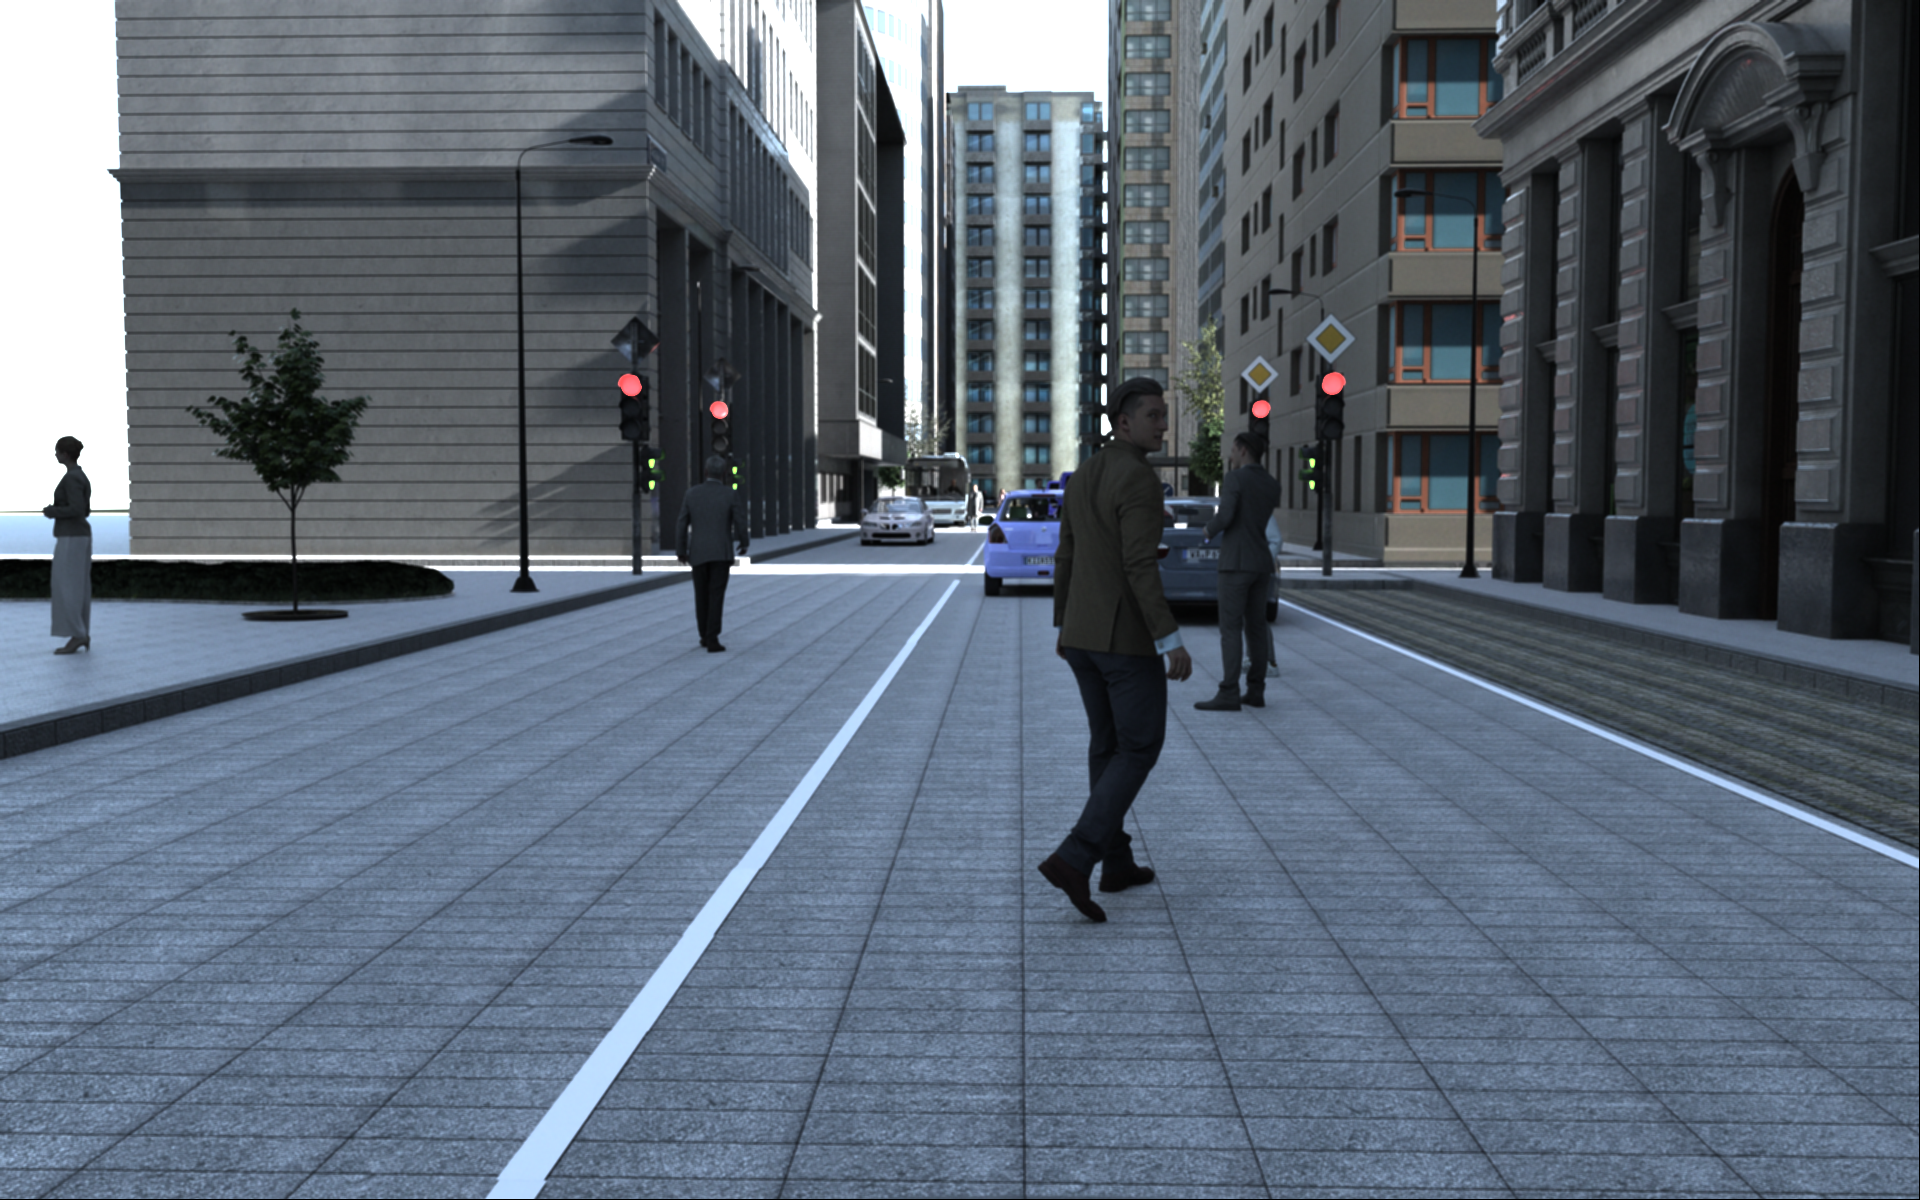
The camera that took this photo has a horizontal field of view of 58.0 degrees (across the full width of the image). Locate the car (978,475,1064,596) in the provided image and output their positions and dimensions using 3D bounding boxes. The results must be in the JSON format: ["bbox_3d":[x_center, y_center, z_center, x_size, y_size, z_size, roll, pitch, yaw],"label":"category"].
[{"bbox_3d":[1.228,-0.982,25.648,1.945,1.707,3.694,0,4,2],"label":"car"}]

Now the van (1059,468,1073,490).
[{"bbox_3d":[3.663,-2.733,49.064,2.240,2.365,5.245,0,4,3],"label":"van"}]

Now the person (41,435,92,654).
[{"bbox_3d":[-7.250,-0.457,14.068,0.362,1.759,0.519,-1,4,-16],"label":"person"}]

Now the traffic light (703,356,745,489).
[{"bbox_3d":[-4.836,-2.843,35.397,0.839,4.253,0.868,0,4,2],"label":"traffic light"}]

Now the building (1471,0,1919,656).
[{"bbox_3d":[12.518,-11.454,16.148,11.050,23.489,19.941,0,4,2],"label":"building"}]

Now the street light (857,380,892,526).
[{"bbox_3d":[-3.451,-5.983,70.360,1.470,5.913,1.316,0,4,2],"label":"street light"}]

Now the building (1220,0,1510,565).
[{"bbox_3d":[23.100,-12.293,46.026,28.899,21.520,27.650,0,4,2],"label":"building"}]

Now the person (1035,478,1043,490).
[{"bbox_3d":[2.115,-2.264,45.295,0.659,1.850,0.755,-1,4,-19],"label":"person"}]

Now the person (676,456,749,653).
[{"bbox_3d":[-2.278,-0.435,16.014,0.661,1.777,0.834,0,4,-2],"label":"person"}]

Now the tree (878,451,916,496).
[{"bbox_3d":[-3.998,-7.287,102.857,4.285,4.588,4.351,0,3,0],"label":"tree"}]

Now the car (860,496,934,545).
[{"bbox_3d":[-1.764,-2.291,49.823,2.083,1.381,4.827,0,4,3],"label":"car"}]

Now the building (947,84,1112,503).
[{"bbox_3d":[2.557,-35.832,205.456,30.456,49.044,23.786,0,4,2],"label":"building"}]

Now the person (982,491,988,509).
[{"bbox_3d":[2.421,-9.921,171.421,1.217,1.735,0.721,3,5,39],"label":"person"}]

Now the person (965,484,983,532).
[{"bbox_3d":[0.523,-3.523,66.210,0.694,1.812,0.767,1,4,11],"label":"person"}]

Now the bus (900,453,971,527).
[{"bbox_3d":[-0.922,-5.088,78.054,2.948,3.499,13.247,0,4,1],"label":"bus"}]

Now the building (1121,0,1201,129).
[{"bbox_3d":[18.608,-27.072,126.219,14.154,41.232,14.086,0,4,2],"label":"building"}]

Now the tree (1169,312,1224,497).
[{"bbox_3d":[10.779,-7.384,71.087,4.737,8.622,4.395,0,3,0],"label":"tree"}]

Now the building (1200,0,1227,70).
[{"bbox_3d":[24.579,-23.981,83.964,32.217,40.220,23.993,0,4,2],"label":"building"}]

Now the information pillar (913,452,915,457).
[{"bbox_3d":[-2.597,-6.489,97.455,0.183,3.616,0.504,0,4,3],"label":"information pillar"}]

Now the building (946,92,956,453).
[{"bbox_3d":[-7.463,-30.282,178.712,14.086,41.232,14.154,0,4,2],"label":"building"}]

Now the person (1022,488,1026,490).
[{"bbox_3d":[3.527,-5.471,98.130,0.526,1.800,0.537,2,4,28],"label":"person"}]

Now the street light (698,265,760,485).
[{"bbox_3d":[-4.758,-3.838,35.285,1.470,5.913,1.316,0,4,2],"label":"street light"}]

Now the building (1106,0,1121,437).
[{"bbox_3d":[26.537,-34.127,147.215,28.713,52.752,27.495,0,4,2],"label":"building"}]

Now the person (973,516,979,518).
[{"bbox_3d":[0.928,-5.710,102.110,0.529,1.795,0.600,-2,4,-27],"label":"person"}]

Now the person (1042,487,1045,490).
[{"bbox_3d":[3.964,-4.667,85.070,0.793,1.790,0.793,1,4,8],"label":"person"}]

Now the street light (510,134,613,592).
[{"bbox_3d":[-5.181,-3.059,22.554,1.470,5.913,1.316,0,4,2],"label":"street light"}]

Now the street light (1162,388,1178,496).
[{"bbox_3d":[8.839,-6.267,75.010,1.470,5.913,1.316,0,4,2],"label":"street light"}]

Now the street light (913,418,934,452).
[{"bbox_3d":[-2.285,-8.128,105.439,1.470,5.913,1.316,0,4,2],"label":"street light"}]

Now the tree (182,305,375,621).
[{"bbox_3d":[-6.777,-1.420,17.820,1.663,3.219,1.824,0,3,0],"label":"tree"}]

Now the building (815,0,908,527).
[{"bbox_3d":[-10.470,-15.937,79.644,14.314,24.678,30.058,0,4,2],"label":"building"}]

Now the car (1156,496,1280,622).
[{"bbox_3d":[2.760,-0.536,20.770,2.014,1.417,4.499,0,4,3],"label":"car"}]

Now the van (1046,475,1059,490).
[{"bbox_3d":[4.914,-4.736,81.814,2.240,2.365,5.245,0,4,2],"label":"van"}]

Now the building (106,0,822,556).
[{"bbox_3d":[-11.220,-16.644,49.622,11.434,29.767,29.804,0,4,2],"label":"building"}]

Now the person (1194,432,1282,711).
[{"bbox_3d":[1.839,-0.204,11.647,0.655,1.846,0.447,-3,5,-44],"label":"person"}]

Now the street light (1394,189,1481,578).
[{"bbox_3d":[7.299,-3.300,26.489,1.470,5.913,1.316,0,4,2],"label":"street light"}]

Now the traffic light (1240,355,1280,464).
[{"bbox_3d":[6.019,-2.820,35.036,0.839,4.253,0.868,0,4,2],"label":"traffic light"}]

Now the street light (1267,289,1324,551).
[{"bbox_3d":[7.657,-4.086,39.342,1.470,5.913,1.316,0,4,2],"label":"street light"}]

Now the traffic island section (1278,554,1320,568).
[{"bbox_3d":[6.059,-0.787,35.148,2.009,0.180,2.903,0,4,2],"label":"traffic island section"}]

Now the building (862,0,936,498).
[{"bbox_3d":[-12.912,-35.603,124.102,21.231,58.520,28.212,0,4,2],"label":"building"}]

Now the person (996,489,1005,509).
[{"bbox_3d":[2.442,-5.789,103.746,0.593,1.750,0.643,-1,4,-18],"label":"person"}]

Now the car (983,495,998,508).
[{"bbox_3d":[3.065,-10.476,183.868,1.945,1.354,3.894,0,4,1],"label":"car"}]

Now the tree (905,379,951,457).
[{"bbox_3d":[-2.766,-9.689,108.778,4.360,8.622,3.978,0,3,0],"label":"tree"}]

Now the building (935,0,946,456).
[{"bbox_3d":[-8.522,-31.233,160.768,14.600,45.320,14.200,0,4,2],"label":"building"}]

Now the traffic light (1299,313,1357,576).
[{"bbox_3d":[5.741,-2.332,27.056,0.839,4.253,0.868,0,4,2],"label":"traffic light"}]

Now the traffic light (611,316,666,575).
[{"bbox_3d":[-5.115,-2.355,27.417,0.839,4.253,0.868,0,4,2],"label":"traffic light"}]

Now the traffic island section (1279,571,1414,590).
[{"bbox_3d":[5.780,-0.299,27.168,2.009,0.180,2.903,0,4,2],"label":"traffic island section"}]

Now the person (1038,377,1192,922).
[{"bbox_3d":[0.550,0.146,6.025,0.656,1.842,0.836,2,4,33],"label":"person"}]

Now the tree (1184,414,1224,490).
[{"bbox_3d":[10.337,-5.078,66.739,4.285,4.588,4.351,0,3,0],"label":"tree"}]

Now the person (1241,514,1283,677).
[{"bbox_3d":[2.328,-0.212,13.773,0.330,1.601,0.589,-1,4,-11],"label":"person"}]

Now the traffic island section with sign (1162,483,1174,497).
[{"bbox_3d":[6.947,-3.168,60.420,1.989,1.847,2.006,0,4,2],"label":"traffic island section with sign"}]
